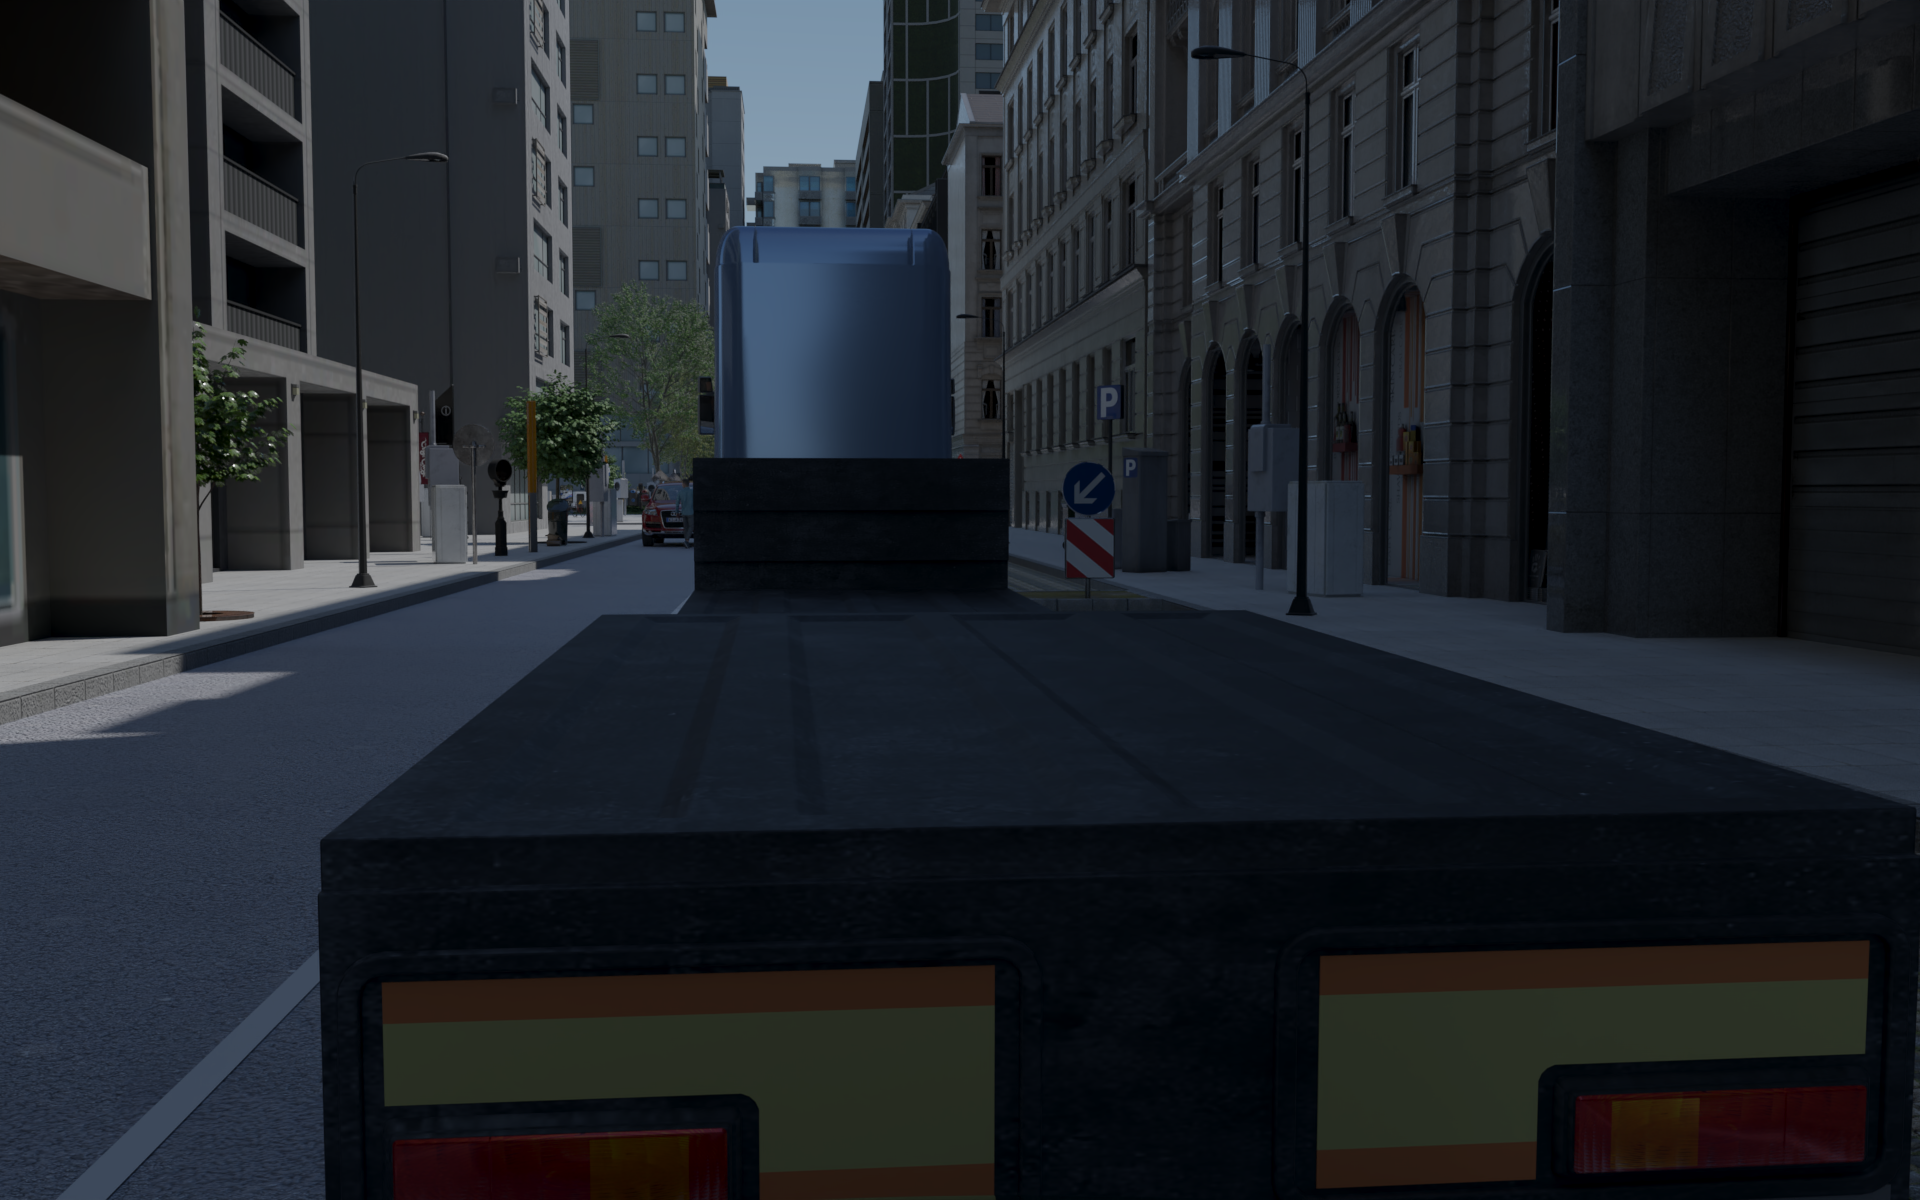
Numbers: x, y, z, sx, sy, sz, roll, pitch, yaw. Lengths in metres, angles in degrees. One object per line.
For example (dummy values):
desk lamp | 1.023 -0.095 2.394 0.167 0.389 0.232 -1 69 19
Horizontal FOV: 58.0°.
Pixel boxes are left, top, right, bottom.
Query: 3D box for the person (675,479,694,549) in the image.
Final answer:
person | -7.238 -2.286 45.739 0.638 1.841 0.748 1 4 18

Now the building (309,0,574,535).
building | -20.958 -22.983 59.366 14.086 41.232 14.154 0 4 -5

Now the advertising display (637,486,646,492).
advertising display | -26.000 -8.319 141.226 0.974 1.923 0.123 3 5 42

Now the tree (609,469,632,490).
tree | -26.521 -8.631 135.719 1.663 3.219 1.824 0 3 0

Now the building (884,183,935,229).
building | 1.034 -21.786 143.588 14.401 28.519 23.554 0 4 -5

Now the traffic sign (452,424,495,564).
traffic sign | -8.849 -1.922 31.529 0.768 2.556 0.104 0 4 -1

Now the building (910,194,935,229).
building | 2.106 -17.930 122.040 11.050 23.489 19.941 0 4 -5

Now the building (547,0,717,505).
building | -37.910 -35.201 164.771 28.713 52.752 27.495 0 4 -5

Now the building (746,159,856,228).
building | -15.361 -38.604 250.790 30.456 49.044 23.786 0 4 -5

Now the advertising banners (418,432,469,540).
advertising banners | -14.484 -3.194 48.413 2.074 3.025 0.090 2 4 34

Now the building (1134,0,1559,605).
building | 11.227 -11.415 28.443 13.314 21.916 24.055 0 4 -5

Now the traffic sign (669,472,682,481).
traffic sign | -12.985 -4.590 78.695 0.795 2.450 0.064 0 4 -5

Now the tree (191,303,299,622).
tree | -7.773 -1.408 17.627 1.663 3.219 1.824 0 3 0

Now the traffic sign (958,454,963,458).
traffic sign | 0.013 -3.427 56.029 0.884 2.594 0.081 0 4 -2

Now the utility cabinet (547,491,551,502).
utility cabinet | -30.616 -7.251 127.233 1.173 1.500 0.318 1 4 10

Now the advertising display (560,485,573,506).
advertising display | -28.197 -7.275 124.165 0.974 1.923 0.123 1 4 14

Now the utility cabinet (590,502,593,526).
utility cabinet | -14.696 -3.587 69.813 0.306 1.237 1.020 -2 4 -25

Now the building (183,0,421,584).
building | -21.924 -36.286 31.528 20.563 71.187 20.611 0 4 -5

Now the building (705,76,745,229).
building | -44.715 -43.090 246.512 28.212 58.520 21.231 0 4 -5

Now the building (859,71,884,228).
building | -0.002 -35.016 196.221 21.300 48.544 21.600 0 4 -5

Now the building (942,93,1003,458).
building | 8.579 -14.532 86.742 18.267 20.994 9.793 0 4 -5

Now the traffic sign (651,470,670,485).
traffic sign | -12.233 -4.104 70.746 0.795 2.450 0.064 0 4 -5

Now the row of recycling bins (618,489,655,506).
row of recycling bins | -24.289 -7.559 130.695 3.534 1.692 1.069 -1 4 -18

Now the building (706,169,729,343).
building | -36.130 -32.744 218.952 14.086 41.232 14.154 0 4 -5

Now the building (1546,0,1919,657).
building | 12.449 -11.515 6.289 12.078 24.808 19.932 0 4 -5

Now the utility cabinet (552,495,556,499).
utility cabinet | -29.018 -7.002 125.643 1.020 1.237 0.306 0 4 7

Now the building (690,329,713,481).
building | -41.319 -21.344 194.015 27.650 21.520 28.899 0 4 -5

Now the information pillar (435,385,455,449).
information pillar | -11.080 -2.806 37.225 0.504 3.616 0.183 0 4 5

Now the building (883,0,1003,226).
building | 0.823 -45.027 174.448 20.563 71.187 20.611 0 4 -5

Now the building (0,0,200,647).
building | -16.828 -23.230 3.519 21.300 48.544 21.600 0 4 -5

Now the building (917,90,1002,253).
building | 4.131 -16.768 103.833 12.332 23.373 15.834 0 4 -5

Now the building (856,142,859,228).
building | -2.030 -36.339 217.845 21.300 48.544 21.600 0 4 -5

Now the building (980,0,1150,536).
building | 10.244 -13.588 55.446 16.112 22.955 30.059 0 4 -5
